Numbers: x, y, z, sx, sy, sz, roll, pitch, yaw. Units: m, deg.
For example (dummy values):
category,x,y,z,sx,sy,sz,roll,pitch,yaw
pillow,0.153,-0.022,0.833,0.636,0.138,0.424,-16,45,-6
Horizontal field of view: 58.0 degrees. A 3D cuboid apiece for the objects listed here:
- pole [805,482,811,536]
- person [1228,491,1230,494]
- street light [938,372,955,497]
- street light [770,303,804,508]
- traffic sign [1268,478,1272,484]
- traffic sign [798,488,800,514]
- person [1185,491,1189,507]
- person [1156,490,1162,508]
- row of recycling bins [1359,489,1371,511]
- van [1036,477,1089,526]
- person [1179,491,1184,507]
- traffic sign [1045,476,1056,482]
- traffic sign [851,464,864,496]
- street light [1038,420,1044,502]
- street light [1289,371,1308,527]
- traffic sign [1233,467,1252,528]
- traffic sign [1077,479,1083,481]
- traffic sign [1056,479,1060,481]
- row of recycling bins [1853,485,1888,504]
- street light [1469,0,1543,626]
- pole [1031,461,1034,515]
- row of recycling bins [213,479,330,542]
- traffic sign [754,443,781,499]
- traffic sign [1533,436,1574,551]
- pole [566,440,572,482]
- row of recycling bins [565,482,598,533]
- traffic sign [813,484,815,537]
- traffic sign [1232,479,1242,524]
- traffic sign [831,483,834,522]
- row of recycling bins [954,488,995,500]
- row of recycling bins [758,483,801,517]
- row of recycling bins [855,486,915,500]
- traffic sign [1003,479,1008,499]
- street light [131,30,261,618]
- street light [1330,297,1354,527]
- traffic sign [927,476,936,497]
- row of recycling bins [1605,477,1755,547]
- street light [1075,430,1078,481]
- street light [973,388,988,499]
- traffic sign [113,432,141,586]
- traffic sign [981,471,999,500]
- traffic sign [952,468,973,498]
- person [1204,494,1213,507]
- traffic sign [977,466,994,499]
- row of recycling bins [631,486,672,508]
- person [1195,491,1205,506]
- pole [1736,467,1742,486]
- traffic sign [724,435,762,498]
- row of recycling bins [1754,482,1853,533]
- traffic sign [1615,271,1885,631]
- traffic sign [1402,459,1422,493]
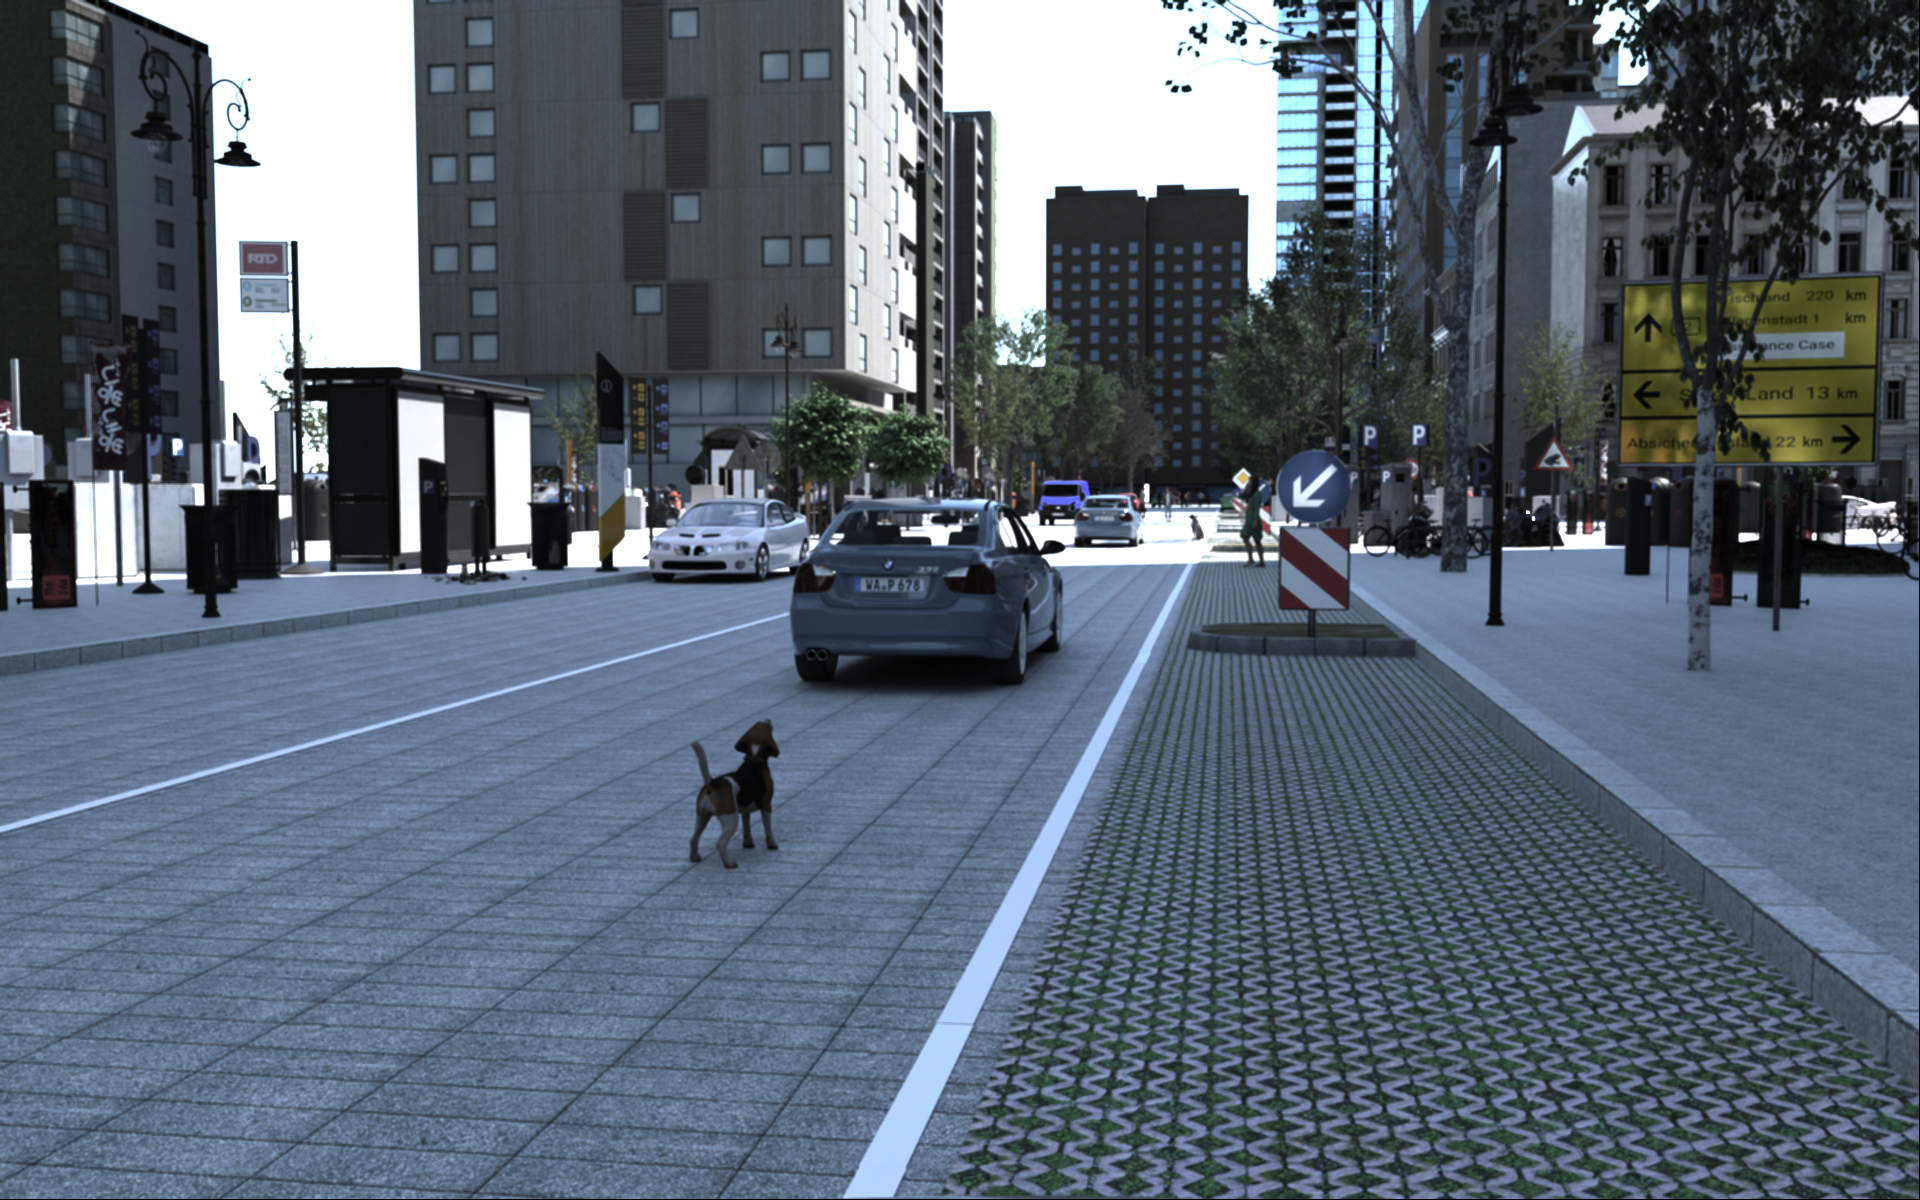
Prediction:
category,x,y,z,sx,sy,sz,roll,pitch,yaw
pole,-4.626,-3.598,52.678,0.158,3.312,0.155,0,3,0
person,30.674,-11.560,197.520,1.348,1.823,0.705,2,4,28
street light,-0.526,-5.695,65.900,0.468,5.910,1.993,1,4,9
street light,-4.190,-4.238,42.072,0.468,5.910,1.993,1,4,9
traffic sign,24.061,-8.195,133.995,0.884,2.594,0.081,1,4,12
traffic sign,-4.826,-3.169,51.916,0.768,2.556,0.104,1,4,10
person,25.565,-11.379,195.269,0.721,1.735,1.217,2,4,27
person,20.701,-10.487,179.992,0.705,1.821,1.348,-1,4,-16
row of recycling bins,30.977,-7.820,134.966,3.534,1.692,1.069,-3,5,-42
van,4.825,-4.611,79.774,2.240,2.365,5.245,1,4,10
person,24.344,-11.077,190.437,0.721,1.723,1.217,-1,4,-17
traffic sign,6.323,-7.420,121.430,0.768,2.556,0.104,1,4,10
traffic sign,-4.133,-4.119,67.444,0.768,2.556,0.104,1,4,14
street light,4.643,-7.725,99.085,0.468,5.910,1.993,1,4,9
street light,12.726,-5.627,64.782,0.468,5.910,1.993,1,4,9
traffic sign,10.706,-3.783,65.495,0.795,2.450,0.064,1,4,9
traffic sign,9.866,-8.729,142.829,0.768,2.556,0.104,1,4,13
traffic sign,8.384,-9.069,148.376,0.768,2.556,0.104,1,4,17
row of recycling bins,41.250,-4.395,78.977,3.534,1.692,1.069,-3,4,-38
street light,5.236,-2.690,16.775,0.468,5.910,1.993,1,4,9
pole,4.536,-6.994,108.199,0.158,3.312,0.155,0,3,0
row of recycling bins,-18.780,-2.415,46.592,3.534,1.692,1.069,-3,5,-42
traffic sign,-4.821,-2.627,43.055,0.768,2.556,0.104,1,4,18
traffic sign,13.293,-2.375,38.841,0.884,2.594,0.081,1,4,14
pole,-14.680,-4.357,65.073,0.158,3.312,0.155,0,3,0
row of recycling bins,-12.990,-3.175,59.020,1.069,1.692,3.534,1,4,11
traffic sign,-4.339,-3.147,51.462,0.884,2.594,0.081,1,4,16
traffic sign,11.919,-4.266,73.388,0.795,2.450,0.064,1,4,9
traffic sign,-3.864,-3.201,52.436,0.768,2.556,0.104,1,4,12
row of recycling bins,0.800,-7.218,125.128,3.534,1.692,1.069,0,4,6
row of recycling bins,-7.037,-3.570,65.489,3.534,1.692,1.069,2,4,30
row of recycling bins,-4.010,-5.192,92.006,3.534,1.692,1.069,2,4,25
traffic sign,3.143,-7.255,119.806,0.795,2.450,0.064,1,4,18
street light,-7.814,-2.759,17.897,0.468,5.910,1.993,1,4,9
street light,8.939,-4.153,40.689,0.468,5.910,1.993,1,4,9
traffic sign,-1.543,-5.140,84.138,0.768,2.556,0.104,1,4,13
row of recycling bins,17.453,-2.165,42.504,1.069,1.692,3.534,-2,4,-34
street light,8.284,-9.206,123.298,0.468,5.910,1.993,1,4,9
street light,0.897,-6.268,75.269,0.468,5.910,1.993,1,4,9
traffic sign,-11.725,-1.467,24.093,0.768,2.556,0.104,1,4,14
traffic sign,1.302,-4.366,75.033,0.795,2.450,0.064,1,4,9
traffic sign,0.089,-3.884,67.141,0.795,2.450,0.064,1,4,9
person,27.757,-11.111,193.429,1.065,1.426,0.557,0,4,-4
traffic sign,1.152,-4.757,77.889,0.768,2.556,0.104,1,4,10
row of recycling bins,-16.620,-5.209,92.273,1.069,1.692,3.534,2,4,28
person,27.698,-11.702,199.805,1.348,1.826,0.705,3,5,41
pole,34.374,-5.052,76.449,0.158,3.312,0.155,0,3,0
traffic sign,-4.741,-2.313,37.816,0.884,2.594,0.081,1,4,13
row of recycling bins,27.468,-3.071,57.320,3.534,1.692,1.069,0,4,-7
traffic sign,7.358,-1.369,16.261,2.265,3.308,0.079,1,4,18
traffic sign,16.246,-3.815,62.476,0.768,2.556,0.104,1,4,17
